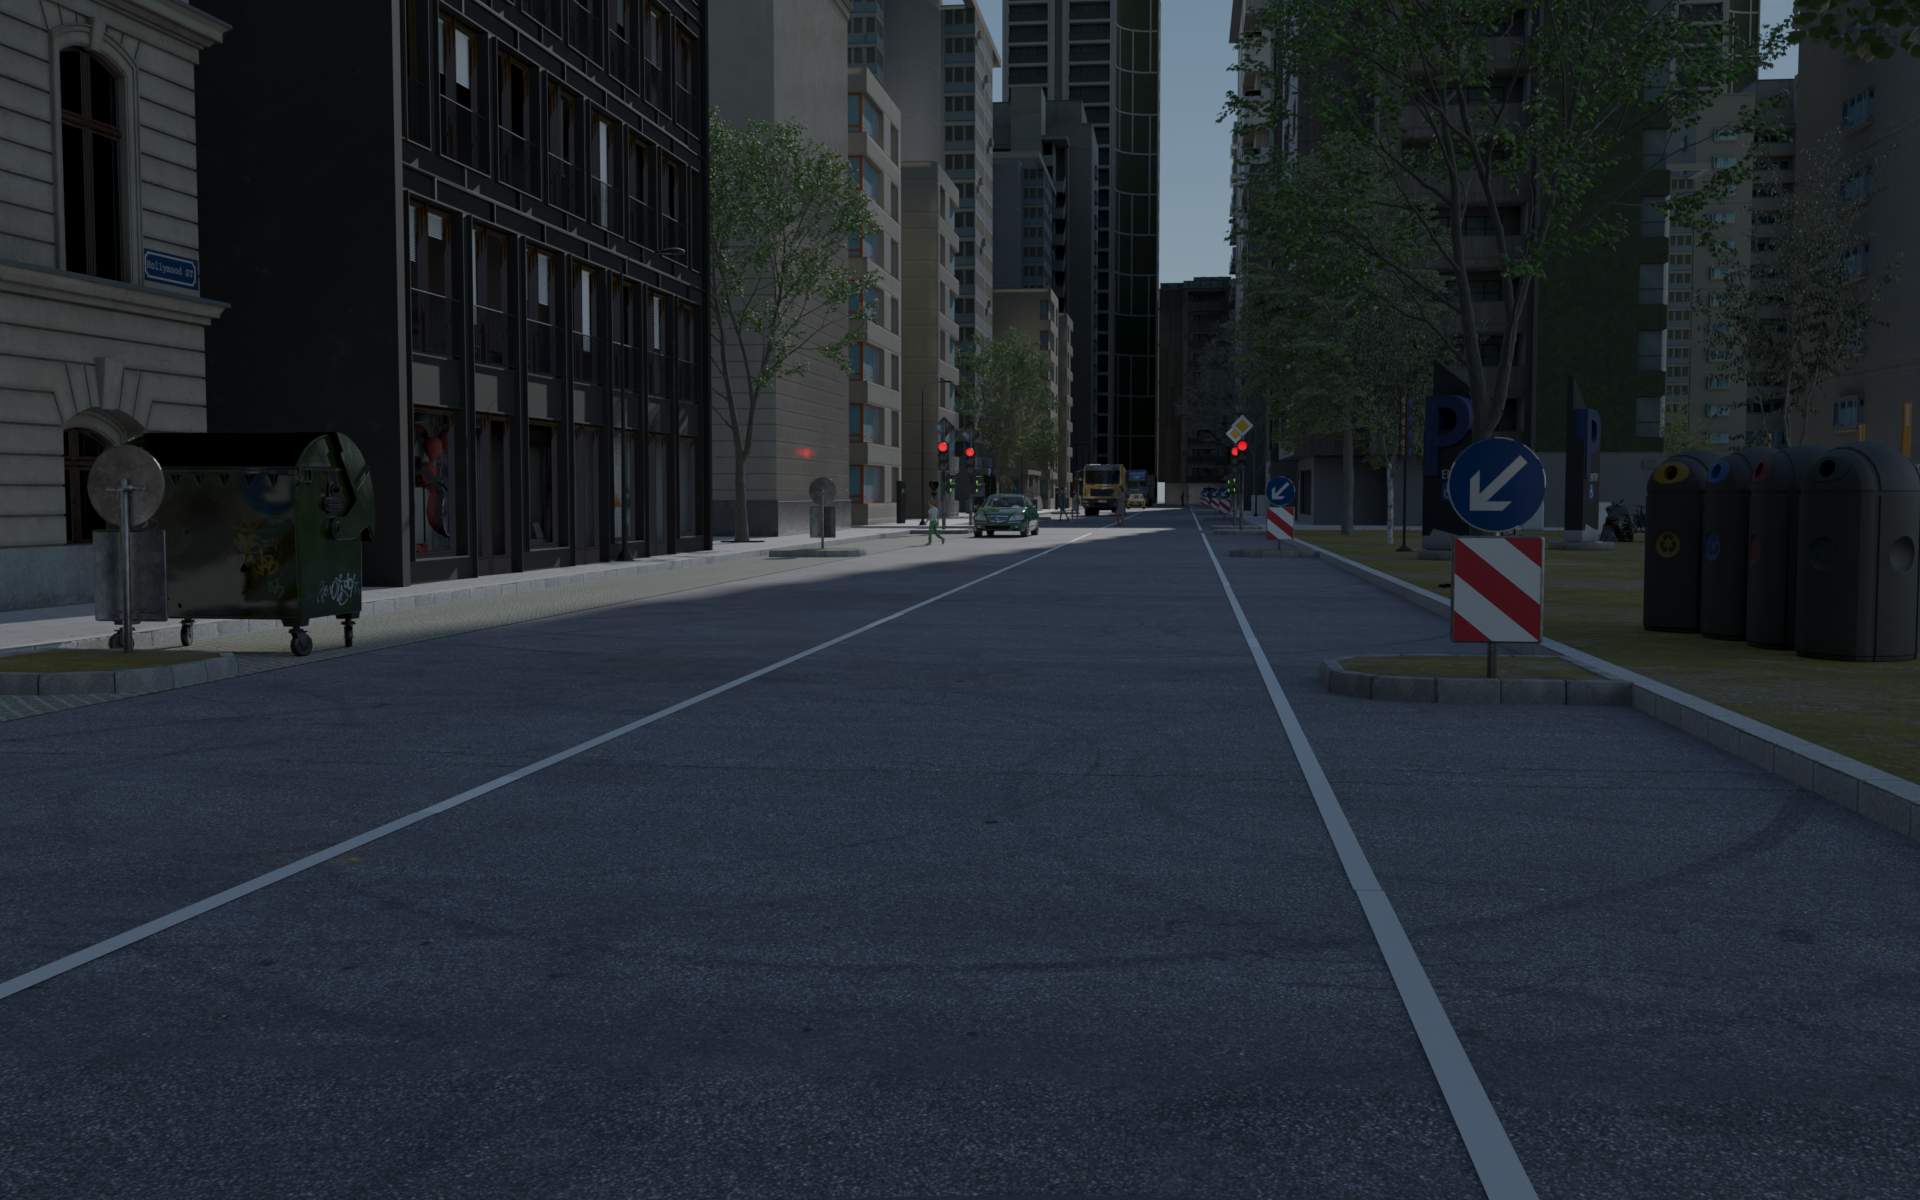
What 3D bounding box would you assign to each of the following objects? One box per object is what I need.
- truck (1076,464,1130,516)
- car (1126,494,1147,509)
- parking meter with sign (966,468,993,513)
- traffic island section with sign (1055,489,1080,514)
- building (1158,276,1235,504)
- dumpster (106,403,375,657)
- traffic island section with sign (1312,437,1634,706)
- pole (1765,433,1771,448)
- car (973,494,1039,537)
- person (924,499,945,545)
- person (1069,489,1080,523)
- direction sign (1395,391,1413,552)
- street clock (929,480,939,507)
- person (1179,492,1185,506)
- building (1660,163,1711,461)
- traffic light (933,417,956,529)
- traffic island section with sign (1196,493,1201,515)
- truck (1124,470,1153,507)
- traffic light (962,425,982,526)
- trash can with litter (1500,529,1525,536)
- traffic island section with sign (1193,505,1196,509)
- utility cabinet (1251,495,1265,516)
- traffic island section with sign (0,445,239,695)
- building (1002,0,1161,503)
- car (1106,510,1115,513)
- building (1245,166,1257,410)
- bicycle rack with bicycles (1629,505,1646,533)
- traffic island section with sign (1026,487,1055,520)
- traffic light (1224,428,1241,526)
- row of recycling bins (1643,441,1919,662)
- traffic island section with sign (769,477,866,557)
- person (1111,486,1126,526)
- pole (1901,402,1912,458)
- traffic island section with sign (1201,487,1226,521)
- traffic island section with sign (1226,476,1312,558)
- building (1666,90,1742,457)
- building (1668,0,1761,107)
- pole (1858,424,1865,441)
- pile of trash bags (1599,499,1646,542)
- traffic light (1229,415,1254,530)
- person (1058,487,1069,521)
[{"bbox_3d":[9.663,-7.300,115.281,3.469,3.379,9.791,0,4,7],"label":"truck"},{"bbox_3d":[16.772,-9.455,164.816,2.015,1.641,3.980,0,4,8],"label":"car"},{"bbox_3d":[1.253,-7.267,115.083,1.738,3.016,0.543,-1,4,-21],"label":"parking meter with sign"},{"bbox_3d":[7.494,-6.981,122.767,1.989,1.847,2.006,0,4,7],"label":"traffic island section with sign"},{"bbox_3d":[33.697,-28.230,233.259,14.107,30.474,14.160,0,4,7],"label":"building"},{"bbox_3d":[-6.528,-0.656,15.672,1.985,2.255,1.502,0,4,8],"label":"dumpster"},{"bbox_3d":[3.707,-0.254,12.777,1.989,1.847,2.006,0,4,7],"label":"traffic island section with sign"},{"bbox_3d":[27.190,-3.946,58.362,0.158,3.312,0.155,0,3,0],"label":"pole"},{"bbox_3d":[1.611,-2.897,59.164,2.131,1.459,4.920,1,4,9],"label":"car"},{"bbox_3d":[-0.720,-2.201,48.733,0.590,1.304,0.306,1,4,20],"label":"person"},{"bbox_3d":[5.795,-4.728,86.800,0.522,1.701,0.512,2,4,27],"label":"person"},{"bbox_3d":[9.927,-2.851,38.609,0.379,3.537,0.876,2,4,31],"label":"direction sign"},{"bbox_3d":[-1.314,-5.058,87.276,0.471,2.002,0.358,-1,4,-23],"label":"street clock"},{"bbox_3d":[26.277,-11.974,204.958,0.721,1.739,1.217,-1,4,-22],"label":"person"},{"bbox_3d":[68.558,-30.954,197.980,23.993,40.220,32.217,0,4,7],"label":"building"},{"bbox_3d":[-0.567,-4.510,62.661,0.839,4.253,0.868,0,4,7],"label":"traffic light"},{"bbox_3d":[17.735,-6.882,121.148,1.989,1.847,2.006,0,4,7],"label":"traffic island section with sign"},{"bbox_3d":[20.507,-12.749,198.211,2.967,4.110,18.799,1,4,9],"label":"truck"},{"bbox_3d":[0.458,-4.994,70.580,0.839,4.253,0.868,0,4,7],"label":"traffic light"},{"bbox_3d":[15.770,-2.438,50.922,2.233,1.210,1.678,-2,4,-29],"label":"trash can with litter"},{"bbox_3d":[24.096,-9.886,170.262,1.989,1.847,2.006,0,4,7],"label":"traffic island section with sign"},{"bbox_3d":[17.518,-5.512,101.279,0.306,1.237,1.020,-3,5,-40],"label":"utility cabinet"},{"bbox_3d":[-6.704,-0.281,13.215,1.989,1.847,2.006,0,4,7],"label":"traffic island section with sign"},{"bbox_3d":[16.808,-48.839,236.765,20.611,71.187,20.563,0,4,7],"label":"building"},{"bbox_3d":[10.990,-7.391,132.643,2.131,1.459,4.920,0,4,7],"label":"car"},{"bbox_3d":[32.329,-23.335,153.227,14.160,30.474,14.107,0,4,7],"label":"building"},{"bbox_3d":[23.099,-2.671,57.061,2.925,0.926,2.852,-2,4,-35],"label":"bicycle rack with bicycles"},{"bbox_3d":[4.033,-5.346,96.034,1.989,1.847,2.006,0,4,7],"label":"traffic island section with sign"},{"bbox_3d":[10.984,-4.912,69.239,0.839,4.253,0.868,0,4,7],"label":"traffic light"},{"bbox_3d":[6.999,-0.476,14.903,1.069,1.692,3.534,0,4,-3],"label":"row of recycling bins"},{"bbox_3d":[-3.224,-1.919,40.002,1.989,1.847,2.006,0,4,7],"label":"traffic island section with sign"},{"bbox_3d":[7.016,-4.163,76.916,0.532,1.782,0.716,-2,4,-31],"label":"person"},{"bbox_3d":[21.087,-2.741,38.652,0.158,3.312,0.155,0,3,0],"label":"pole"},{"bbox_3d":[14.268,-5.237,94.247,1.989,1.847,2.006,0,4,7],"label":"traffic island section with sign"},{"bbox_3d":[7.215,-1.910,39.860,1.989,1.847,2.006,0,4,7],"label":"traffic island section with sign"},{"bbox_3d":[92.493,-35.237,199.825,21.600,48.544,21.300,0,4,7],"label":"building"},{"bbox_3d":[93.157,-48.289,227.771,20.611,71.187,20.563,0,4,7],"label":"building"},{"bbox_3d":[26.058,-3.444,50.146,0.158,3.312,0.155,0,3,0],"label":"pole"},{"bbox_3d":[18.792,-2.229,46.189,3.447,1.369,1.912,3,5,39],"label":"pile of trash bags"},{"bbox_3d":[9.959,-4.428,61.320,0.839,4.253,0.868,0,4,7],"label":"traffic light"},{"bbox_3d":[5.410,-5.040,90.927,0.654,1.822,0.581,1,4,16],"label":"person"}]
